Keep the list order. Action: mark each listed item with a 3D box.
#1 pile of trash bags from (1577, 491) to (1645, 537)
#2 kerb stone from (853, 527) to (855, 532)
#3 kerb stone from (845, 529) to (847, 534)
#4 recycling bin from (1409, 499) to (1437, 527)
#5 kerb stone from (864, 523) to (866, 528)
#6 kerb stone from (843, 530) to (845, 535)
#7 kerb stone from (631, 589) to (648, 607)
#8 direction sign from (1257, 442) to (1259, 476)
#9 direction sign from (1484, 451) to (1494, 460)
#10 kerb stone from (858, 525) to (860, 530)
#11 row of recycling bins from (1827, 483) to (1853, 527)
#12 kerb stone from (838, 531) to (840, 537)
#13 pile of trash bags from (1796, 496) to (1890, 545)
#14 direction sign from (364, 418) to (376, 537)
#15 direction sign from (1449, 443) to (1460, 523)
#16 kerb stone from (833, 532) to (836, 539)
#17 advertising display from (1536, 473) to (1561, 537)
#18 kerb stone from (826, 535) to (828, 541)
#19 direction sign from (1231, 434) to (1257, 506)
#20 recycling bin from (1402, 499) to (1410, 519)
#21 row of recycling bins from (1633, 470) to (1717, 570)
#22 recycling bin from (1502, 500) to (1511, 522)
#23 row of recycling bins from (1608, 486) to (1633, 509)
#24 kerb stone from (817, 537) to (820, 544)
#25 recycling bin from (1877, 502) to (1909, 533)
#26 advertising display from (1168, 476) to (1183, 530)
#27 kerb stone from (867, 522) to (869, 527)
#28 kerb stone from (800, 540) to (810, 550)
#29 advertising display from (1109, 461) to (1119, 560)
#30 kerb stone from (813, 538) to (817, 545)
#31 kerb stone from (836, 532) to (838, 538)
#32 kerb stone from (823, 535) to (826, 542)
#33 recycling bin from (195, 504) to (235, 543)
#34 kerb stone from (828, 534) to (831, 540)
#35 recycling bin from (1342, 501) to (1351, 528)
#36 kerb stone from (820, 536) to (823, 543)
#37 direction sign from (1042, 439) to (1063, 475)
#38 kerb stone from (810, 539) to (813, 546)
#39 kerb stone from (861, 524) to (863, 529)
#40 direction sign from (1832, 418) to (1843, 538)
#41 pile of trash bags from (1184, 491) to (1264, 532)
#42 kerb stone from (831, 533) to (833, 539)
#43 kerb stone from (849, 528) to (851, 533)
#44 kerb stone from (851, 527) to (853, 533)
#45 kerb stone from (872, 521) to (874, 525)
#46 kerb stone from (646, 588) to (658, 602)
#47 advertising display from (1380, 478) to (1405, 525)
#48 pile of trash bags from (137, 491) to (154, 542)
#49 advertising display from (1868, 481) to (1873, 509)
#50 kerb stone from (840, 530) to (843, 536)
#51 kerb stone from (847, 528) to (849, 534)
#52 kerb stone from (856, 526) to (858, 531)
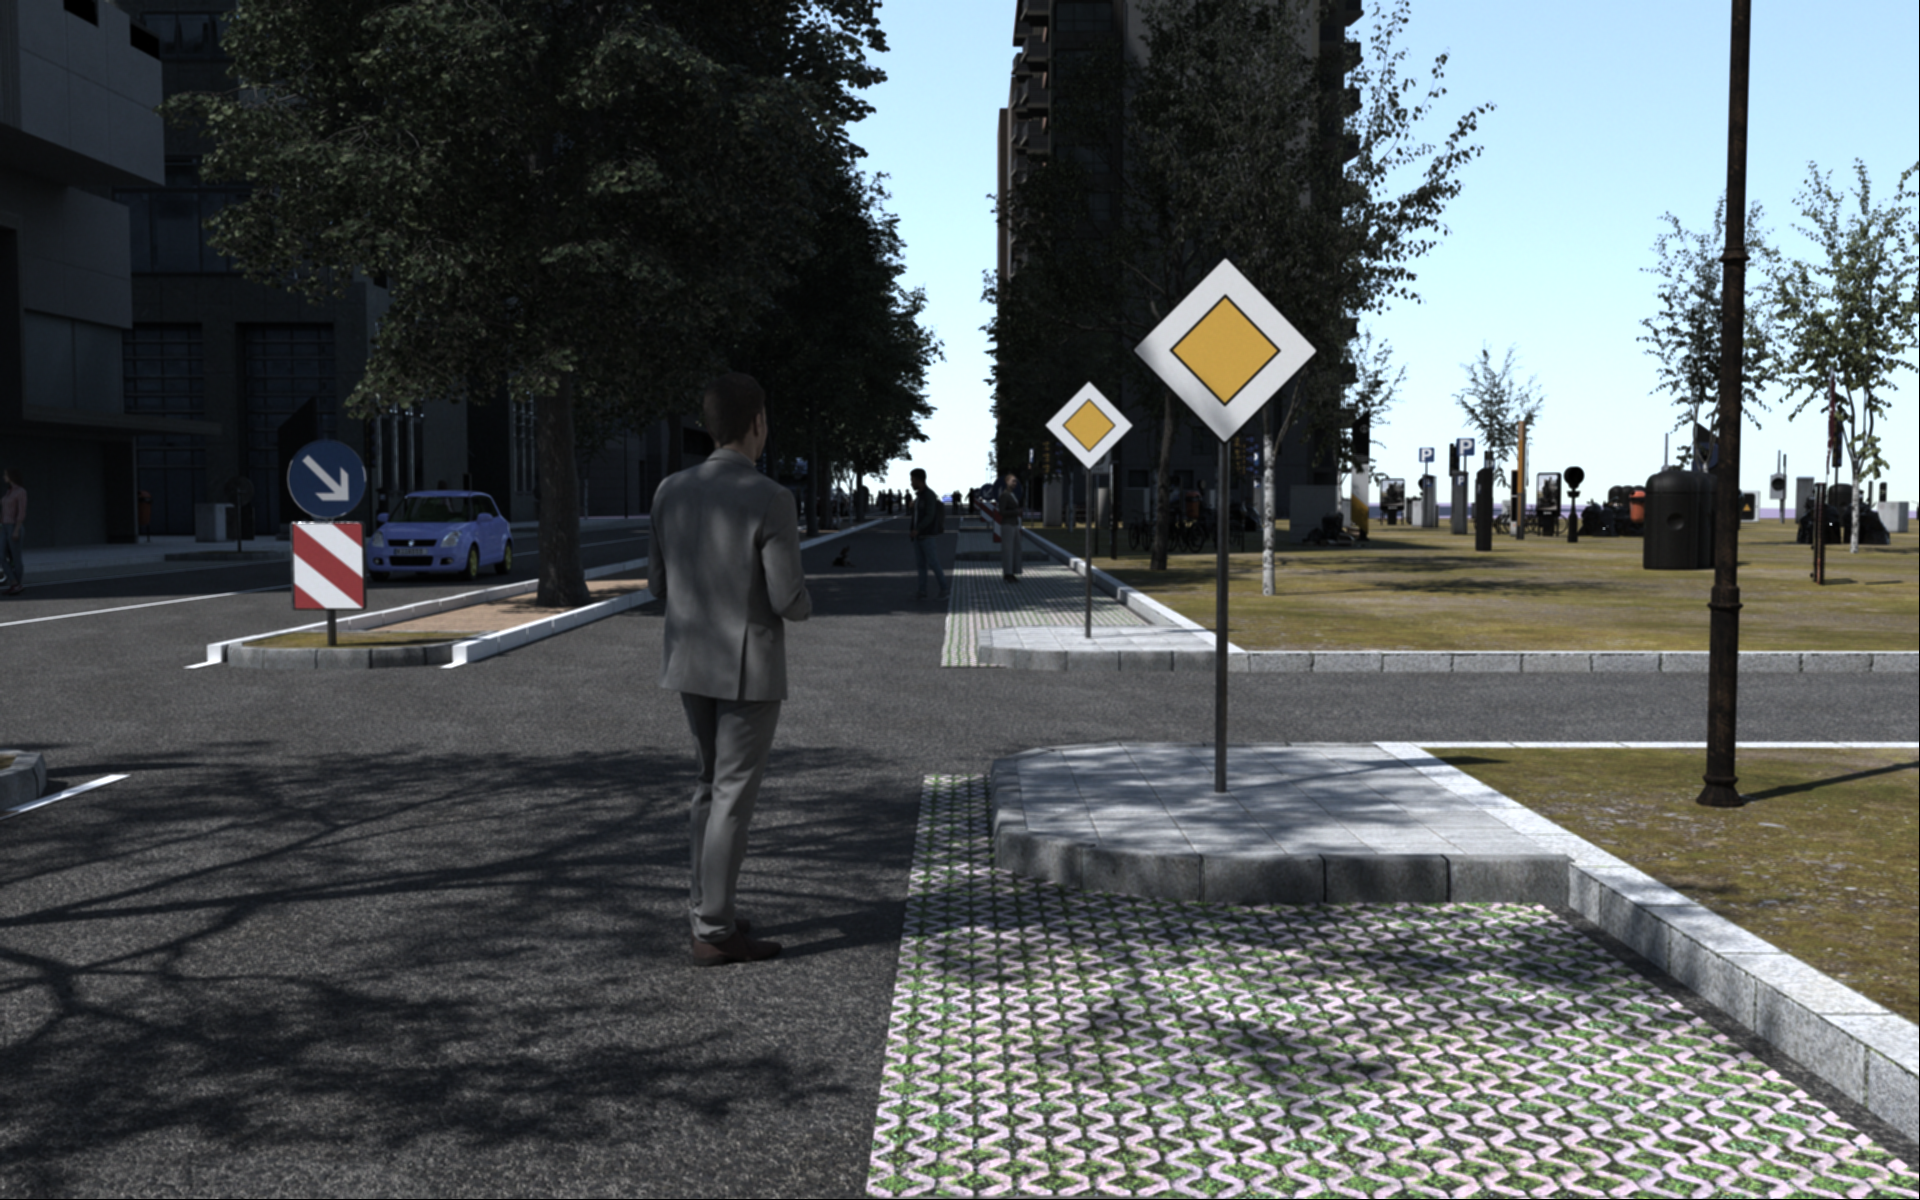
[{"bbox_3d":[19.840,-2.577,51.879,1.912,1.369,3.447,0,4,2],"label":"pile of trash bags"},{"bbox_3d":[-4.102,-2.580,64.393,0.120,0.150,1.000,0,4,0],"label":"kerb stone"},{"bbox_3d":[-4.114,-2.330,60.292,0.120,0.150,1.000,0,4,0],"label":"kerb stone"},{"bbox_3d":[18.240,-3.394,68.042,0.722,1.027,0.722,3,5,41],"label":"recycling bin"},{"bbox_3d":[-4.093,-3.020,71.578,0.120,0.150,1.000,0,4,0],"label":"kerb stone"},{"bbox_3d":[-4.118,-2.259,59.269,0.120,0.150,1.000,0,4,0],"label":"kerb stone"},{"bbox_3d":[-4.212,-0.007,22.348,0.120,0.150,1.000,0,4,0],"label":"kerb stone"},{"bbox_3d":[12.483,-5.077,75.000,0.876,3.537,0.379,1,4,13],"label":"direction sign"},{"bbox_3d":[27.637,-6.029,90.578,0.876,3.537,0.379,-3,5,-43],"label":"direction sign"},{"bbox_3d":[-4.100,-2.769,67.472,0.120,0.150,1.000,0,4,0],"label":"kerb stone"},{"bbox_3d":[34.853,-3.752,68.453,1.069,1.692,3.534,2,4,28],"label":"row of recycling bins"},{"bbox_3d":[-4.130,-2.139,57.209,0.120,0.150,1.000,0,4,0],"label":"kerb stone"},{"bbox_3d":[23.364,-2.119,44.394,3.447,1.369,1.912,2,4,25],"label":"pile of trash bags"},{"bbox_3d":[-17.446,-3.624,51.250,0.379,3.537,0.876,0,3,0],"label":"direction sign"},{"bbox_3d":[22.137,-5.234,77.580,0.379,3.537,0.876,3,5,44],"label":"direction sign"},{"bbox_3d":[-4.132,-2.012,55.160,0.120,0.150,1.000,0,4,0],"label":"kerb stone"},{"bbox_3d":[17.768,-2.879,52.285,0.123,1.923,0.974,-1,4,-20],"label":"advertising display"},{"bbox_3d":[-4.135,-1.828,52.085,0.120,0.150,1.000,0,4,0],"label":"kerb stone"},{"bbox_3d":[10.670,-4.494,65.467,0.876,3.537,0.379,0,4,5],"label":"direction sign"},{"bbox_3d":[23.274,-4.692,89.261,0.722,1.027,0.722,-1,4,-18],"label":"recycling bin"},{"bbox_3d":[12.837,-1.435,30.572,1.069,1.692,3.534,2,4,32],"label":"row of recycling bins"},{"bbox_3d":[22.893,-3.630,71.903,0.722,1.027,0.722,1,4,20],"label":"recycling bin"},{"bbox_3d":[32.839,-4.725,84.359,1.069,1.692,3.534,-1,4,-15],"label":"row of recycling bins"},{"bbox_3d":[-4.145,-1.639,48.999,0.120,0.150,1.000,0,4,0],"label":"kerb stone"},{"bbox_3d":[30.965,-2.749,57.502,0.722,1.027,0.722,-2,4,-35],"label":"recycling bin"},{"bbox_3d":[7.563,-3.462,61.819,0.123,1.923,0.974,-3,4,-36],"label":"advertising display"},{"bbox_3d":[-4.081,-3.145,73.624,0.120,0.150,1.000,0,4,0],"label":"kerb stone"},{"bbox_3d":[-4.149,-1.452,45.932,0.120,0.150,1.000,0,4,0],"label":"kerb stone"},{"bbox_3d":[3.033,-1.772,34.181,0.123,1.923,0.974,0,4,1],"label":"advertising display"},{"bbox_3d":[-4.143,-1.577,47.977,0.120,0.150,1.000,0,4,0],"label":"kerb stone"},{"bbox_3d":[-4.137,-2.079,56.181,0.120,0.150,1.000,0,4,0],"label":"kerb stone"},{"bbox_3d":[-4.137,-1.760,51.058,0.120,0.150,1.000,0,4,0],"label":"kerb stone"},{"bbox_3d":[-19.841,-2.053,46.117,0.722,1.027,0.722,1,4,19],"label":"recycling bin"},{"bbox_3d":[-4.138,-1.890,53.107,0.120,0.150,1.000,0,4,0],"label":"kerb stone"},{"bbox_3d":[14.587,-3.311,66.685,0.722,1.027,0.722,-1,4,-18],"label":"recycling bin"},{"bbox_3d":[-4.144,-1.702,50.026,0.120,0.150,1.000,0,4,0],"label":"kerb stone"},{"bbox_3d":[3.810,-4.856,71.396,0.876,3.537,0.379,0,4,-4],"label":"direction sign"},{"bbox_3d":[-4.149,-1.514,46.956,0.120,0.150,1.000,0,4,0],"label":"kerb stone"},{"bbox_3d":[-4.093,-2.895,69.527,0.120,0.150,1.000,0,4,0],"label":"kerb stone"},{"bbox_3d":[25.473,-3.568,50.334,0.379,3.537,0.876,1,4,12],"label":"direction sign"},{"bbox_3d":[8.791,-3.017,59.084,1.912,1.369,3.447,3,5,43],"label":"pile of trash bags"},{"bbox_3d":[-4.133,-1.954,54.137,0.120,0.150,1.000,0,4,0],"label":"kerb stone"},{"bbox_3d":[-4.107,-2.456,62.346,0.120,0.150,1.000,0,4,0],"label":"kerb stone"},{"bbox_3d":[-4.108,-2.518,63.371,0.120,0.150,1.000,0,4,0],"label":"kerb stone"},{"bbox_3d":[-4.066,-3.396,77.728,0.120,0.150,1.000,0,4,0],"label":"kerb stone"},{"bbox_3d":[-4.209,-0.072,23.376,0.120,0.150,1.000,0,4,0],"label":"kerb stone"},{"bbox_3d":[17.878,-4.062,71.635,0.974,1.923,0.123,0,4,7],"label":"advertising display"},{"bbox_3d":[-23.086,-2.239,46.358,3.447,1.369,1.912,1,4,15],"label":"pile of trash bags"},{"bbox_3d":[44.671,-4.879,84.978,0.123,1.923,0.974,2,4,31],"label":"advertising display"},{"bbox_3d":[-4.120,-2.204,58.238,0.120,0.150,1.000,0,4,0],"label":"kerb stone"},{"bbox_3d":[-4.125,-2.393,61.319,0.120,0.150,1.000,0,4,0],"label":"kerb stone"},{"bbox_3d":[-4.100,-2.706,66.441,0.120,0.150,1.000,0,4,0],"label":"kerb stone"}]
